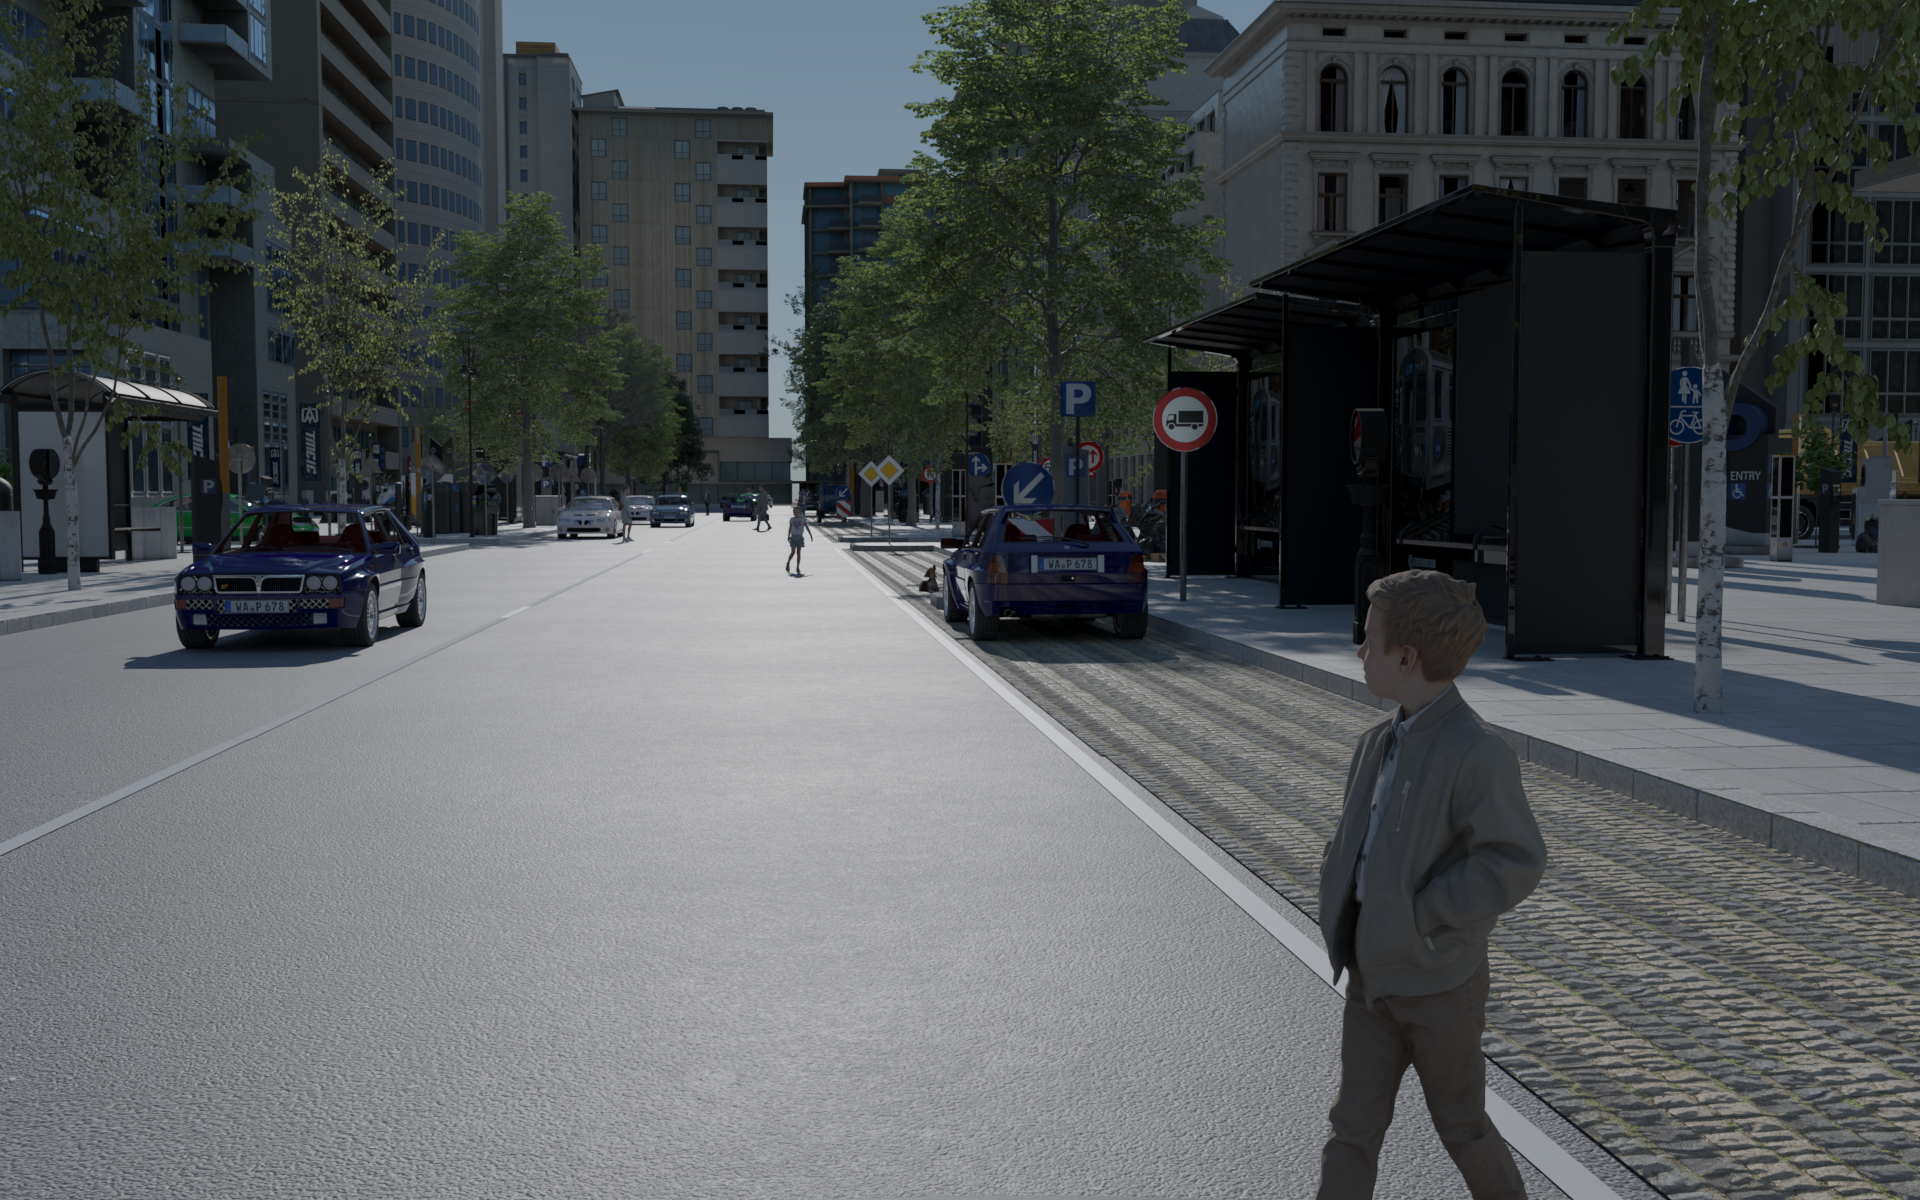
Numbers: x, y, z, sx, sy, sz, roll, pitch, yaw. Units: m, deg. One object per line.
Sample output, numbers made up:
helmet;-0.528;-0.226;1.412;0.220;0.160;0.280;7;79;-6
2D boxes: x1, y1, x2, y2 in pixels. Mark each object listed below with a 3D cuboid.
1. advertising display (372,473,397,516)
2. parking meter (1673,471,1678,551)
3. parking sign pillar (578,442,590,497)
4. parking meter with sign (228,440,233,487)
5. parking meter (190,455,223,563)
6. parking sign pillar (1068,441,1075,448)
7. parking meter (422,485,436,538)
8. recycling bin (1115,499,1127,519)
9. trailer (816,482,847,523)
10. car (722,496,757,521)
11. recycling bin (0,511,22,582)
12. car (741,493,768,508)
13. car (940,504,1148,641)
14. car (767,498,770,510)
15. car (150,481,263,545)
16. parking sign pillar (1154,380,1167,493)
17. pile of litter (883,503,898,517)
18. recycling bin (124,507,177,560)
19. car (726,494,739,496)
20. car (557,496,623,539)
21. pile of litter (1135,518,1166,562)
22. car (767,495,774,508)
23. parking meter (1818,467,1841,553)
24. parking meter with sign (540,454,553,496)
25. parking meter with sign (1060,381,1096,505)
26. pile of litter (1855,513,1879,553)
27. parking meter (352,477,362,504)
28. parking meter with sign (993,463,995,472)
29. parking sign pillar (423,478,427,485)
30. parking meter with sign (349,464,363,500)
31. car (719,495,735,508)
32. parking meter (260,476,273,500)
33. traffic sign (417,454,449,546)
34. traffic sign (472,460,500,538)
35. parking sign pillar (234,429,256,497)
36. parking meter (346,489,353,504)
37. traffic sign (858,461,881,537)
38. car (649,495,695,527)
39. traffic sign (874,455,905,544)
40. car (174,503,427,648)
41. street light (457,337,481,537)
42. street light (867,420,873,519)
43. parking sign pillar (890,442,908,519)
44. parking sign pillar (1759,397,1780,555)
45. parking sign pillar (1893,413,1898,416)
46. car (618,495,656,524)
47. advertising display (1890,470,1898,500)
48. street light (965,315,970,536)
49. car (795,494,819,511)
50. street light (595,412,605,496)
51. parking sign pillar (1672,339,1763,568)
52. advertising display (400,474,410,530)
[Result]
advertising display;-17.494;-2.902;52.665;0.123;1.923;0.974;1;4;20
parking meter;15.977;-2.025;38.821;0.399;1.863;0.255;1;4;20
parking sign pillar;-18.123;-5.814;83.536;1.447;3.967;1.447;0;4;-7
parking meter with sign;-24.382;-3.642;55.800;1.738;3.016;0.543;-3;5;-44
parking meter;-11.376;-1.252;26.178;0.399;1.863;0.255;-3;5;-42
parking sign pillar;5.702;-6.027;87.012;1.447;3.967;1.447;-2;4;-28
parking meter;-15.576;-2.593;50.808;0.372;1.533;0.369;0;3;0
recycling bin;8.331;-4.793;90.924;0.722;1.027;0.722;-1;4;-11
trailer;-6.457;-4.851;86.360;1.471;1.999;3.904;0;4;-8
car;-11.810;-4.921;93.036;1.945;1.354;3.894;0;4;-4
recycling bin;-14.374;-0.793;25.517;0.722;1.027;0.722;2;4;30
car;-13.054;-6.108;108.665;1.959;1.807;4.718;0;4;-5
car;0.810;-0.346;18.237;1.945;1.354;3.894;0;4;-6
car;-18.108;-8.785;155.638;2.014;1.417;4.499;0;4;-5
car;-19.363;-2.250;45.591;4.718;1.807;1.959;0;4;-6
parking sign pillar;5.004;-3.253;41.663;1.447;3.967;1.447;1;4;18
pile of litter;-3.626;-4.933;94.620;1.176;0.858;1.719;0;4;-2
recycling bin;-16.011;-1.327;34.247;0.722;1.027;0.722;2;4;34
car;-25.201;-11.179;191.572;1.959;1.807;4.718;0;4;-5
car;-12.148;-2.744;57.226;2.083;1.381;4.827;0;4;-5
pile of litter;3.966;-1.161;32.952;1.719;0.858;1.176;1;4;18
car;-20.492;-10.291;180.611;2.083;1.381;4.827;0;4;-5
parking meter;19.002;-1.965;37.832;0.255;1.863;0.399;-1;4;-15
parking meter with sign;-17.944;-4.818;75.039;0.543;3.016;1.738;-1;4;-10
parking meter with sign;1.866;-1.920;27.645;0.543;3.016;1.738;0;4;3
pile of litter;20.358;-1.471;38.021;1.719;0.858;1.176;-2;4;-29
parking meter;-20.277;-3.217;58.305;0.255;1.863;0.399;-2;4;-29
parking meter with sign;2.736;-6.100;95.988;1.738;3.016;0.543;-1;4;-17
parking sign pillar;-38.018;-8.233;123.081;1.447;3.967;1.447;0;4;4
parking meter with sign;-34.943;-6.384;100.634;0.543;3.016;1.738;-3;5;-42
car;-23.599;-10.046;176.828;1.945;1.354;3.894;0;4;-5
parking meter;-22.135;-3.036;55.344;0.399;1.863;0.255;3;5;40
traffic sign;-13.088;-2.410;43.043;0.795;2.450;0.064;0;4;-6
traffic sign;-13.952;-2.895;50.982;0.795;2.450;0.064;0;4;-6
parking sign pillar;-29.673;-5.107;71.978;1.447;3.967;1.447;0;4;-4
parking meter;-27.864;-4.331;79.215;0.372;1.533;0.369;0;3;0
traffic sign;-2.672;-2.969;52.185;0.795;2.450;0.064;0;4;-6
car;-12.606;-3.916;76.027;2.014;1.417;4.499;0;4;-5
traffic sign;-1.808;-2.483;44.246;0.795;2.450;0.064;0;4;-6
car;-6.519;-0.294;17.381;1.945;1.354;3.894;0;4;-7
street light;-14.447;-4.790;51.101;0.468;5.910;1.993;0;4;-6
street light;-4.490;-7.013;87.444;0.468;5.910;1.993;0;4;-6
parking sign pillar;-2.873;-6.162;89.225;1.447;3.967;1.447;0;4;-2
parking sign pillar;16.723;-2.964;36.935;1.447;3.967;1.447;-2;4;-34
parking sign pillar;31.500;-4.273;58.328;1.447;3.967;1.447;1;4;20
car;-15.282;-4.288;82.472;2.083;1.381;4.827;0;4;-6
advertising display;24.772;-2.514;46.325;0.974;1.923;0.123;-3;4;-36
street light;0.180;-4.343;43.799;0.468;5.910;1.993;0;4;-6
car;-11.404;-7.380;130.454;2.009;1.686;4.222;0;4;-7
street light;-18.533;-7.132;89.398;0.468;5.910;1.993;0;4;-6
parking sign pillar;13.101;-2.575;30.571;1.447;3.967;1.447;3;5;40
advertising display;-17.833;-3.086;55.673;0.123;1.923;0.974;-2;4;-26
